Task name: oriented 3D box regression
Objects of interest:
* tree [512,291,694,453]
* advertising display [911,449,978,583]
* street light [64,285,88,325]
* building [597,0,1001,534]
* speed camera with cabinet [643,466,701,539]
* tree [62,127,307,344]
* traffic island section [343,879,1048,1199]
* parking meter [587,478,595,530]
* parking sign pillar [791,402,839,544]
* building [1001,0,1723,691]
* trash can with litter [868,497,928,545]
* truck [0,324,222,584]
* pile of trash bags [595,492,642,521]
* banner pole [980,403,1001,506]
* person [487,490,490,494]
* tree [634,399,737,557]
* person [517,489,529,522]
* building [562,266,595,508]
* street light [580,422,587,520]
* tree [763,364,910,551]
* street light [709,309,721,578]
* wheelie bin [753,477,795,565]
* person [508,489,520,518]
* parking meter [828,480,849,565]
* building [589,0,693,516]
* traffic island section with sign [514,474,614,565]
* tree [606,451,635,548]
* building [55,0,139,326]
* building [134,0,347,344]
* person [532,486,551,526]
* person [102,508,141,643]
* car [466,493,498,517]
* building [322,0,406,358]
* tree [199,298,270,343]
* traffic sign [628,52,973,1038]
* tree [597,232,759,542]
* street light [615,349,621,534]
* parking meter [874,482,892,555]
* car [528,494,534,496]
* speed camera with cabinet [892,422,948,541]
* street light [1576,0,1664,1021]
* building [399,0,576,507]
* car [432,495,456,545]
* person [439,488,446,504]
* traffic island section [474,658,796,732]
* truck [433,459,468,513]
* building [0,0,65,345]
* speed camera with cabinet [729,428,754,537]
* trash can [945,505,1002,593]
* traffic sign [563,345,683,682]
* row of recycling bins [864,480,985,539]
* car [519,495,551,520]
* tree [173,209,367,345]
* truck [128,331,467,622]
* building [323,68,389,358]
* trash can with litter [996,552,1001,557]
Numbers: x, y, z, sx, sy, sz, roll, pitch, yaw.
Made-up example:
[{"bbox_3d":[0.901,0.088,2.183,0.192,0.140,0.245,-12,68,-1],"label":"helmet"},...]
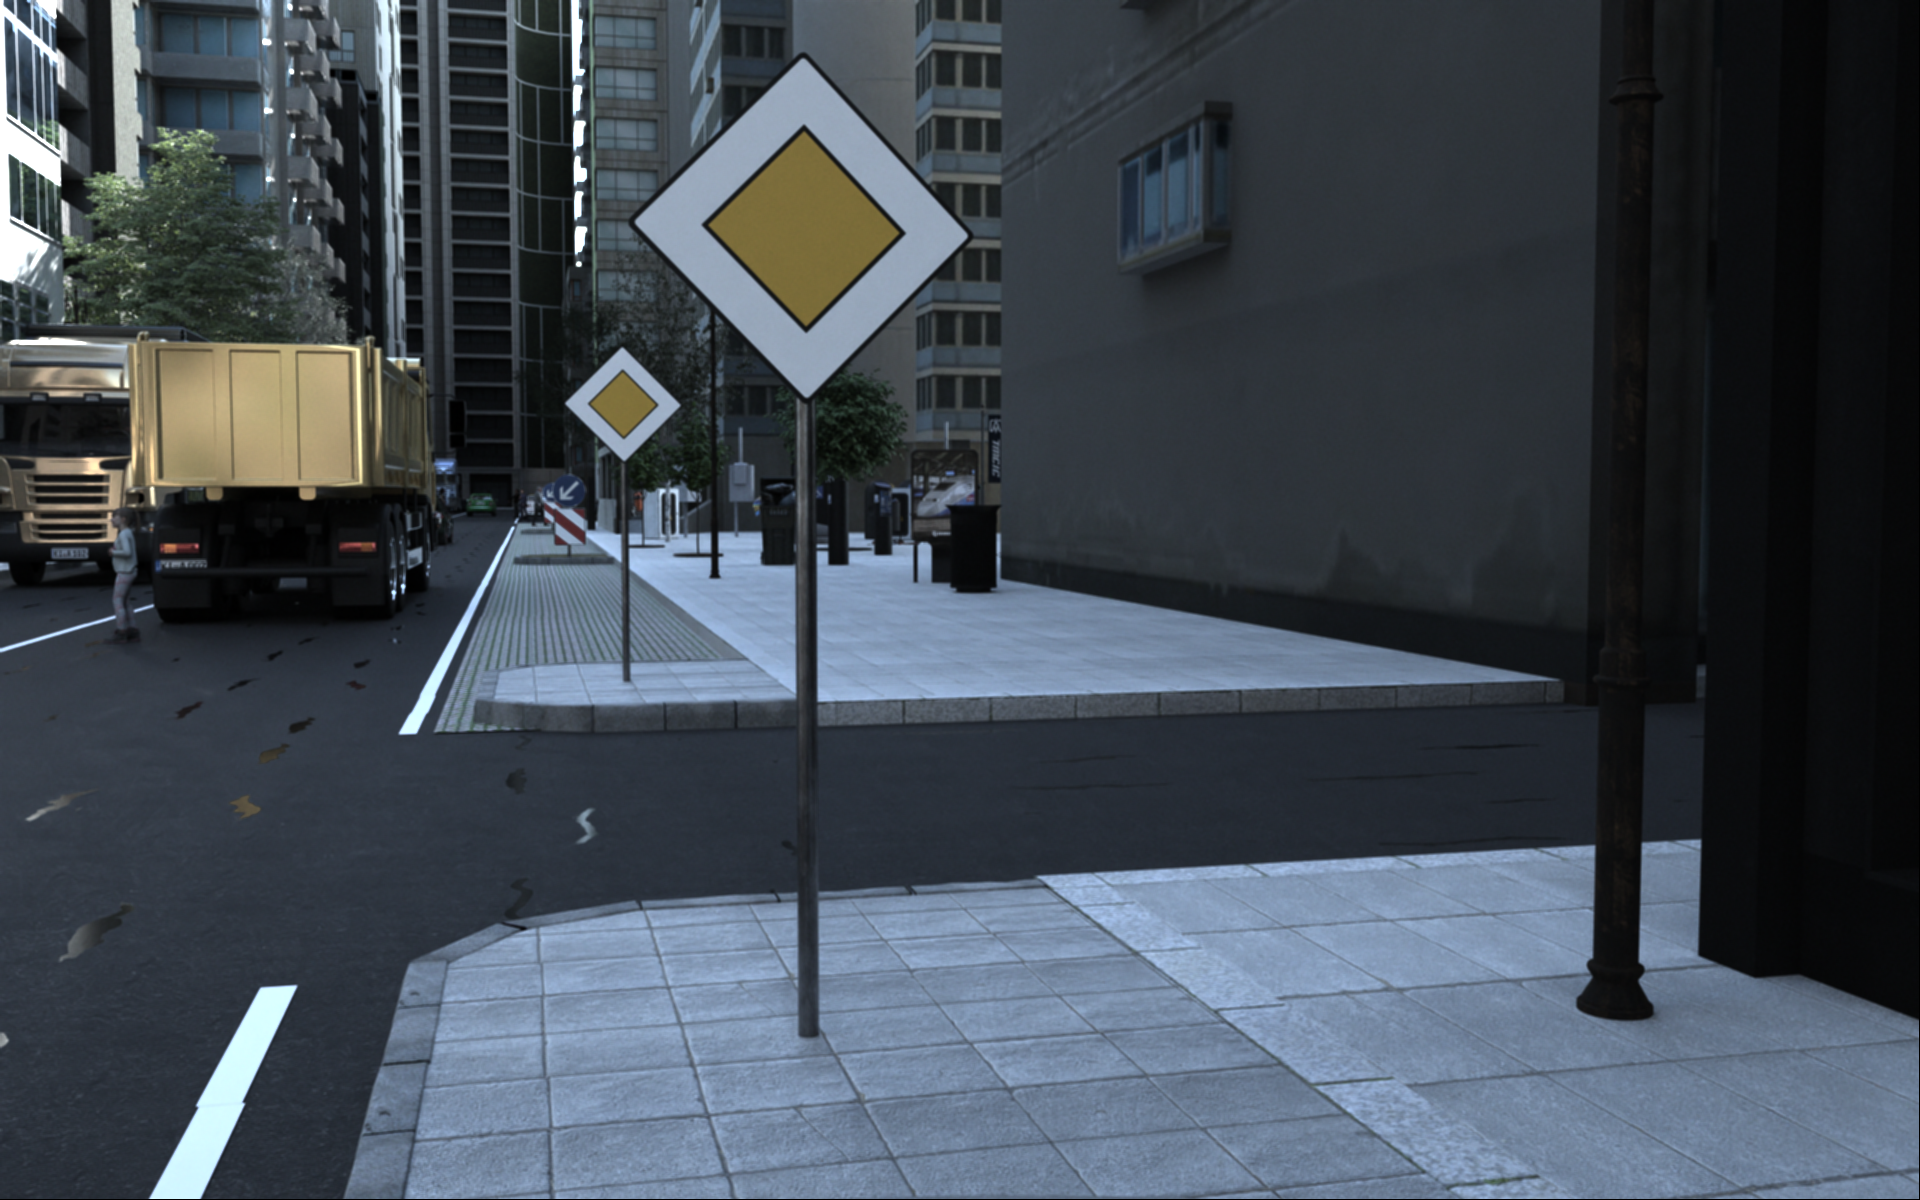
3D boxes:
[{"bbox_3d":[-15.980,-8.844,79.007,8.767,10.594,7.601,-1,4,-17],"label":"tree"},{"bbox_3d":[-0.223,-1.211,25.017,0.974,1.923,0.123,1,4,9],"label":"advertising display"},{"bbox_3d":[-19.584,-4.021,38.538,0.468,5.910,1.993,-1,4,-14],"label":"street light"},{"bbox_3d":[2.628,-22.885,66.046,32.217,40.220,23.993,-1,4,-14],"label":"building"},{"bbox_3d":[-8.285,-3.401,49.936,0.660,3.252,2.038,2,4,28],"label":"speed camera with cabinet"},{"bbox_3d":[-24.112,-8.298,53.802,7.486,12.596,7.792,0,3,0],"label":"tree"},{"bbox_3d":[-0.341,1.110,4.128,2.009,0.180,2.903,-1,4,-14],"label":"traffic island section"},{"bbox_3d":[-13.209,-3.443,61.997,0.255,1.863,0.399,-1,4,-18],"label":"parking meter"},{"bbox_3d":[-3.721,-3.450,44.875,1.447,3.967,1.447,0,4,-3],"label":"parking sign pillar"},{"bbox_3d":[11.851,-24.424,23.030,21.600,48.544,21.300,-1,4,-14],"label":"building"},{"bbox_3d":[-1.361,-2.021,44.095,2.233,1.210,1.678,-1,4,-13],"label":"trash can with litter"},{"bbox_3d":[-14.710,-2.575,31.017,2.839,4.237,11.283,-1,4,-14],"label":"truck"},{"bbox_3d":[-16.130,-4.454,82.575,1.912,1.369,3.447,2,4,25],"label":"pile of trash bags"},{"bbox_3d":[0.849,-3.547,48.016,0.863,3.779,0.401,-1,4,-15],"label":"banner pole"},{"bbox_3d":[-36.103,-7.528,132.305,0.721,1.735,1.217,2,4,26],"label":"person"},{"bbox_3d":[-5.532,-2.507,35.592,1.663,3.219,1.824,0,3,0],"label":"tree"},{"bbox_3d":[-22.756,-4.939,90.172,0.541,1.710,0.530,3,5,43],"label":"person"},{"bbox_3d":[-19.630,-18.569,148.642,27.650,21.520,28.899,-1,4,-14],"label":"building"},{"bbox_3d":[-18.335,-6.854,84.850,0.468,5.910,1.993,-1,4,-14],"label":"street light"},{"bbox_3d":[-2.822,-3.423,39.684,4.285,4.588,4.351,0,3,0],"label":"tree"},{"bbox_3d":[-3.741,-3.271,26.264,0.468,5.910,1.993,-1,4,-14],"label":"street light"},{"bbox_3d":[-3.264,-1.438,31.425,0.980,1.594,0.693,0,4,-6],"label":"wheelie bin"},{"bbox_3d":[-26.447,-5.734,103.066,1.217,1.723,0.721,3,4,36],"label":"person"},{"bbox_3d":[-2.206,-1.406,31.406,0.372,1.533,0.369,0,3,0],"label":"parking meter"},{"bbox_3d":[-13.118,-25.157,94.906,14.154,41.232,14.086,-1,4,-14],"label":"building"},{"bbox_3d":[-8.189,-1.659,35.758,1.989,1.847,2.006,-1,4,-14],"label":"traffic island section with sign"},{"bbox_3d":[-7.545,-2.885,41.763,1.663,3.219,1.824,0,3,0],"label":"tree"},{"bbox_3d":[-37.113,-17.594,59.360,14.160,30.474,14.107,-1,4,-14],"label":"building"},{"bbox_3d":[-46.044,-29.000,93.756,23.786,49.044,30.456,-1,4,-14],"label":"building"},{"bbox_3d":[-18.665,-4.170,77.072,0.834,1.777,0.661,0,4,3],"label":"person"},{"bbox_3d":[-8.098,-0.241,16.725,0.394,1.301,0.425,-3,5,-40],"label":"person"},{"bbox_3d":[-30.978,-6.321,112.151,1.959,1.807,4.718,-1,4,-13],"label":"car"},{"bbox_3d":[-59.075,-33.605,138.674,27.495,52.752,28.713,-1,4,-14],"label":"building"},{"bbox_3d":[-26.917,-6.875,62.773,4.360,8.622,3.978,0,3,0],"label":"tree"},{"bbox_3d":[-0.362,-0.025,4.045,0.795,2.450,0.064,-1,4,-14],"label":"traffic sign"},{"bbox_3d":[-7.595,-5.860,46.166,4.360,8.622,3.978,0,3,0],"label":"tree"},{"bbox_3d":[-10.962,-5.050,55.357,0.468,5.910,1.993,-1,4,-14],"label":"street light"},{"bbox_3d":[-1.615,-1.714,36.436,0.372,1.533,0.369,0,3,0],"label":"parking meter"},{"bbox_3d":[-37.323,-8.691,152.316,2.015,1.641,3.980,-1,4,-14],"label":"car"},{"bbox_3d":[-1.086,-3.261,47.646,2.038,3.252,0.660,1,4,23],"label":"speed camera with cabinet"},{"bbox_3d":[1.628,-1.917,4.128,0.468,5.910,1.993,-1,4,-14],"label":"street light"},{"bbox_3d":[-48.957,-44.922,172.732,20.611,71.187,20.563,-1,4,-14],"label":"building"},{"bbox_3d":[-15.521,-2.440,49.681,2.009,1.686,4.222,-1,4,-13],"label":"car"},{"bbox_3d":[-27.420,-5.068,92.087,0.721,1.735,1.217,-1,4,-14],"label":"person"},{"bbox_3d":[-2.264,0.636,11.879,2.009,0.180,2.903,-1,4,-14],"label":"traffic island section"},{"bbox_3d":[-40.556,-9.000,136.913,2.967,4.110,18.799,-1,4,-12],"label":"truck"},{"bbox_3d":[-88.168,-50.201,133.460,31.000,86.520,22.319,-1,4,-14],"label":"building"},{"bbox_3d":[-5.832,-3.511,51.737,2.038,3.252,0.660,0,4,2],"label":"speed camera with cabinet"},{"bbox_3d":[0.178,-0.673,22.654,0.748,1.137,0.748,0,3,0],"label":"trash can"},{"bbox_3d":[-2.285,-0.499,11.796,0.795,2.450,0.064,-1,4,-14],"label":"traffic sign"},{"bbox_3d":[-1.022,-2.604,49.681,3.534,1.692,1.069,-1,4,-20],"label":"row of recycling bins"},{"bbox_3d":[-23.616,-5.180,97.059,2.083,1.381,4.827,-1,4,-16],"label":"car"},{"bbox_3d":[-30.225,-10.106,75.607,12.009,13.543,11.850,0,3,0],"label":"tree"},{"bbox_3d":[-8.573,-1.667,23.174,3.469,3.379,9.791,-1,4,-13],"label":"truck"},{"bbox_3d":[-46.589,-21.125,117.100,14.160,30.474,14.107,-1,4,-14],"label":"building"},{"bbox_3d":[1.139,-1.515,35.823,1.678,1.210,2.233,1,4,14],"label":"trash can with litter"}]
